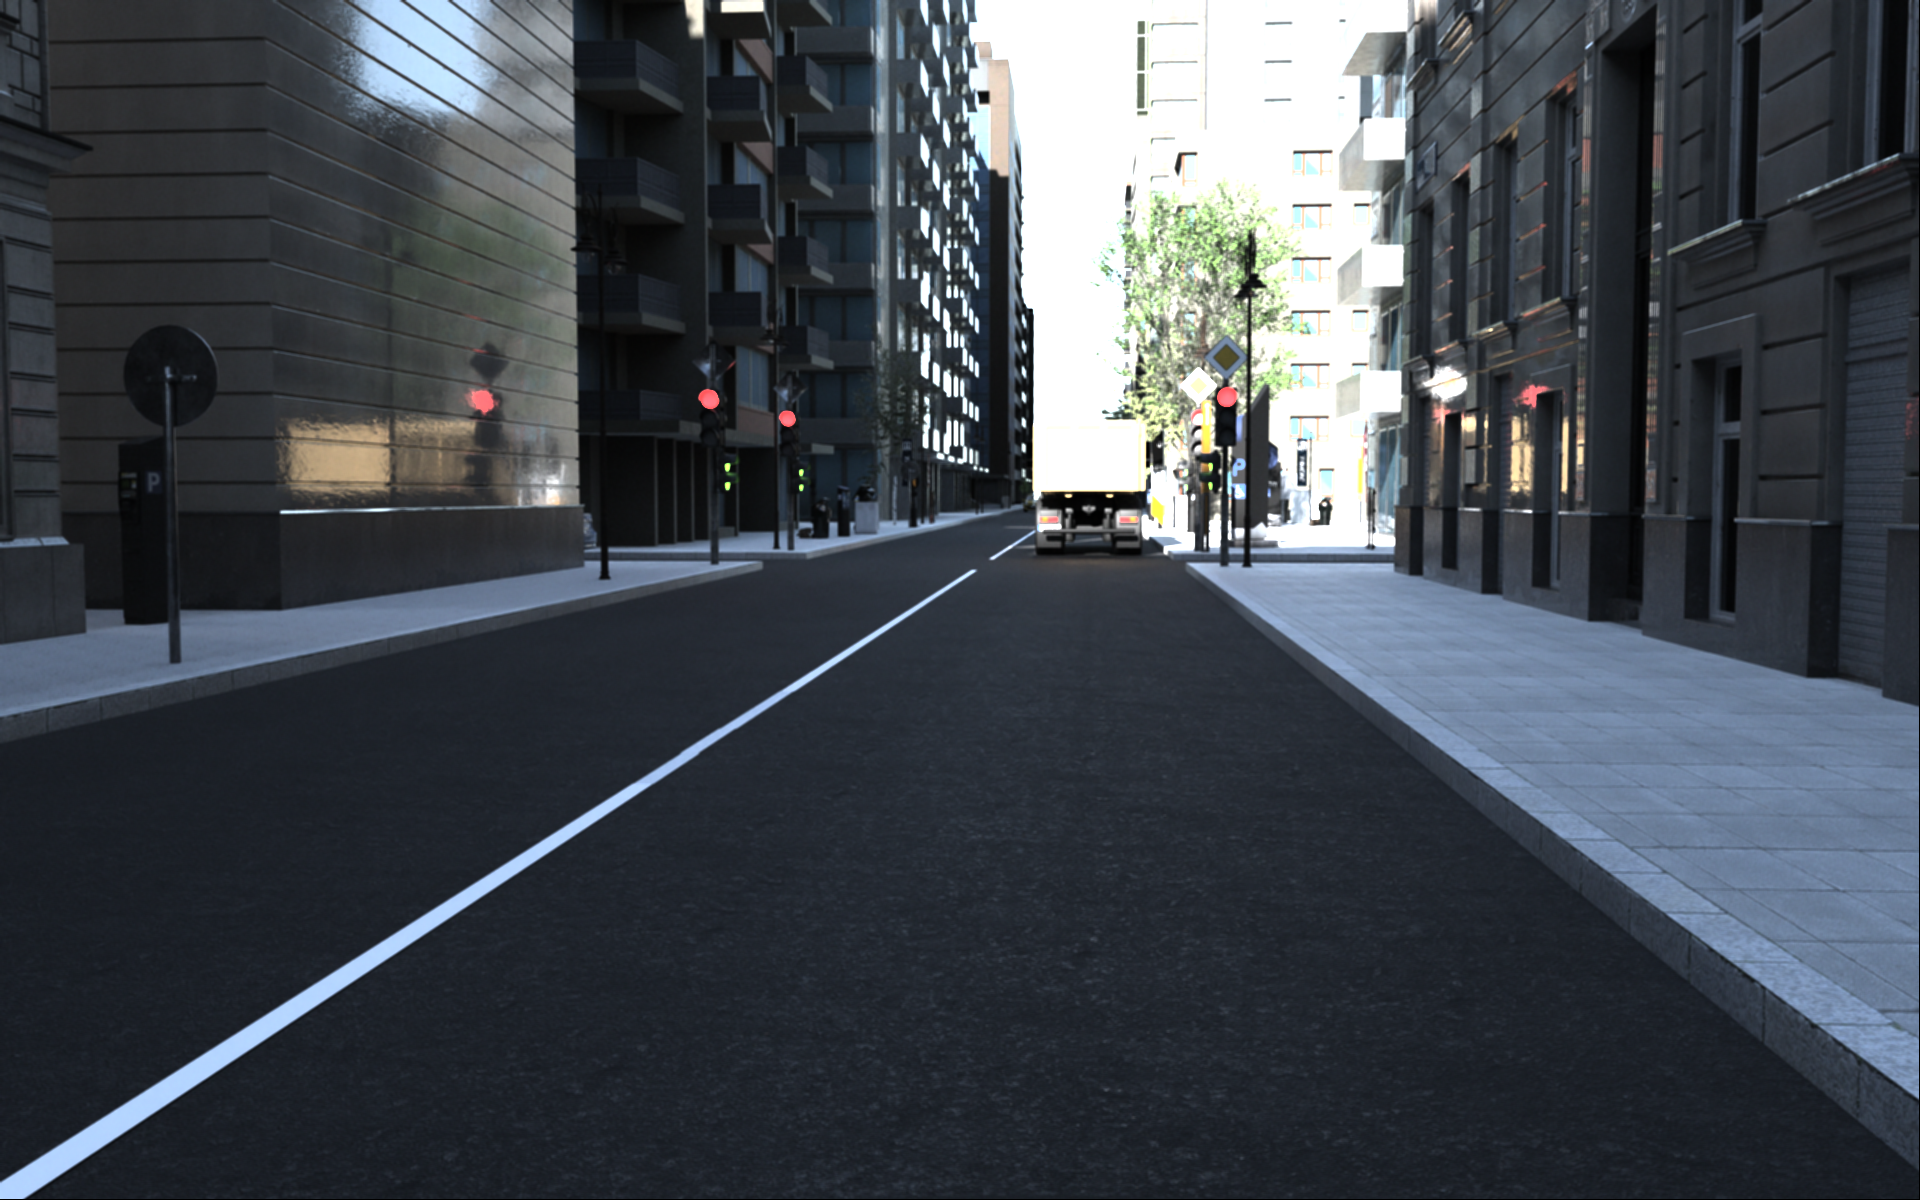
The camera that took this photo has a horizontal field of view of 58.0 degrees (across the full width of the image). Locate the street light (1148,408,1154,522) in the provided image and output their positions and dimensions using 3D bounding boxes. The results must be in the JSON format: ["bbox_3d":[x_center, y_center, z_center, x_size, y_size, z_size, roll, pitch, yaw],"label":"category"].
[{"bbox_3d":[8.777,-6.476,78.670,0.468,5.910,1.993,0,4,4],"label":"street light"}]

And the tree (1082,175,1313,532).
[{"bbox_3d":[7.858,-8.083,57.913,9.928,11.665,9.643,0,3,0],"label":"tree"}]

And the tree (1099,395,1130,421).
[{"bbox_3d":[18.397,-17.052,196.935,7.486,12.596,7.792,0,3,0],"label":"tree"}]

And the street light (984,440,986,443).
[{"bbox_3d":[1.493,-8.759,115.990,0.468,5.910,1.993,0,4,4],"label":"street light"}]

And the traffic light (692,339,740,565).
[{"bbox_3d":[-4.448,-2.599,31.410,0.839,4.253,0.868,0,4,4],"label":"traffic light"}]

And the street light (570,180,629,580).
[{"bbox_3d":[-5.347,-3.248,25.895,0.468,5.910,1.993,0,4,4],"label":"street light"}]

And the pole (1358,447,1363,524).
[{"bbox_3d":[17.284,-4.950,74.780,0.158,3.312,0.155,0,3,0],"label":"pole"}]

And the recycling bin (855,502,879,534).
[{"bbox_3d":[-2.995,-2.644,55.776,0.722,1.027,0.722,0,4,4],"label":"recycling bin"}]

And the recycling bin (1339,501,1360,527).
[{"bbox_3d":[15.184,-3.356,67.432,0.722,1.027,0.722,1,4,19],"label":"recycling bin"}]

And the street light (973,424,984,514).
[{"bbox_3d":[1.073,-8.356,109.407,0.468,5.910,1.993,0,4,4],"label":"street light"}]

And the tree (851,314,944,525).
[{"bbox_3d":[-2.705,-7.415,71.599,4.360,8.622,3.978,0,3,0],"label":"tree"}]

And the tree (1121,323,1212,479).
[{"bbox_3d":[8.746,-7.578,74.269,4.737,8.622,4.395,0,3,0],"label":"tree"}]

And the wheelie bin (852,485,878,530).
[{"bbox_3d":[-3.267,-3.193,60.109,0.693,1.594,0.980,2,4,28],"label":"wheelie bin"}]

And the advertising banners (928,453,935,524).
[{"bbox_3d":[-1.257,-4.827,75.116,0.090,3.025,2.074,0,4,7],"label":"advertising banners"}]

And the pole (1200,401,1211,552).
[{"bbox_3d":[5.410,-2.710,38.145,0.158,3.312,0.155,0,3,0],"label":"pole"}]

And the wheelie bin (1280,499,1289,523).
[{"bbox_3d":[14.233,-4.233,77.118,0.693,1.594,0.980,-2,4,-31],"label":"wheelie bin"}]

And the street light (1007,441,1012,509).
[{"bbox_3d":[4.307,-10.908,151.129,0.468,5.910,1.993,0,4,4],"label":"street light"}]

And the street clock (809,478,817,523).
[{"bbox_3d":[-6.467,-4.383,76.230,0.358,2.002,0.471,0,4,4],"label":"street clock"}]

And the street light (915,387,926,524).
[{"bbox_3d":[-1.621,-6.242,74.841,0.468,5.910,1.993,0,4,4],"label":"street light"}]

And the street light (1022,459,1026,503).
[{"bbox_3d":[6.874,-13.047,186.099,0.468,5.910,1.993,0,4,4],"label":"street light"}]

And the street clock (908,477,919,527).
[{"bbox_3d":[-1.783,-3.804,66.769,0.358,2.002,0.471,2,4,32],"label":"street clock"}]

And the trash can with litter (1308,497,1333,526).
[{"bbox_3d":[14.499,-3.574,69.827,0.624,1.170,1.055,-3,4,-38],"label":"trash can with litter"}]

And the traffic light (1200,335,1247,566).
[{"bbox_3d":[4.688,-2.557,30.732,0.839,4.253,0.868,0,4,4],"label":"traffic light"}]

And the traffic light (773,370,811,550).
[{"bbox_3d":[-3.840,-3.086,39.372,0.839,4.253,0.868,0,4,4],"label":"traffic light"}]

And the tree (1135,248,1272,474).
[{"bbox_3d":[7.257,-6.186,51.505,4.360,8.622,3.978,0,3,0],"label":"tree"}]

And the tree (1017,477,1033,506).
[{"bbox_3d":[7.281,-11.998,190.768,1.663,3.219,1.824,0,3,0],"label":"tree"}]

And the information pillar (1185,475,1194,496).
[{"bbox_3d":[8.790,-3.765,66.055,0.304,2.012,0.304,-2,4,-23],"label":"information pillar"}]

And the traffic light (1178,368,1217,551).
[{"bbox_3d":[5.296,-3.044,38.694,0.839,4.253,0.868,0,4,4],"label":"traffic light"}]

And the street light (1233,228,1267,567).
[{"bbox_3d":[5.057,-3.520,30.339,0.468,5.910,1.993,0,4,4],"label":"street light"}]

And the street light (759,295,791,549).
[{"bbox_3d":[-4.285,-4.127,40.272,0.468,5.910,1.993,0,4,4],"label":"street light"}]

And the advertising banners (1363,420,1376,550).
[{"bbox_3d":[9.595,-2.717,40.613,0.090,3.025,2.074,0,4,7],"label":"advertising banners"}]

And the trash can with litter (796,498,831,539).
[{"bbox_3d":[-4.251,-2.367,50.092,1.055,1.170,0.624,2,4,25],"label":"trash can with litter"}]

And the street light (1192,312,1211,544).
[{"bbox_3d":[6.171,-4.361,44.097,0.468,5.910,1.993,0,4,4],"label":"street light"}]

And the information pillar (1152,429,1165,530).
[{"bbox_3d":[7.170,-4.355,62.557,0.504,3.616,0.183,3,5,40],"label":"information pillar"}]
